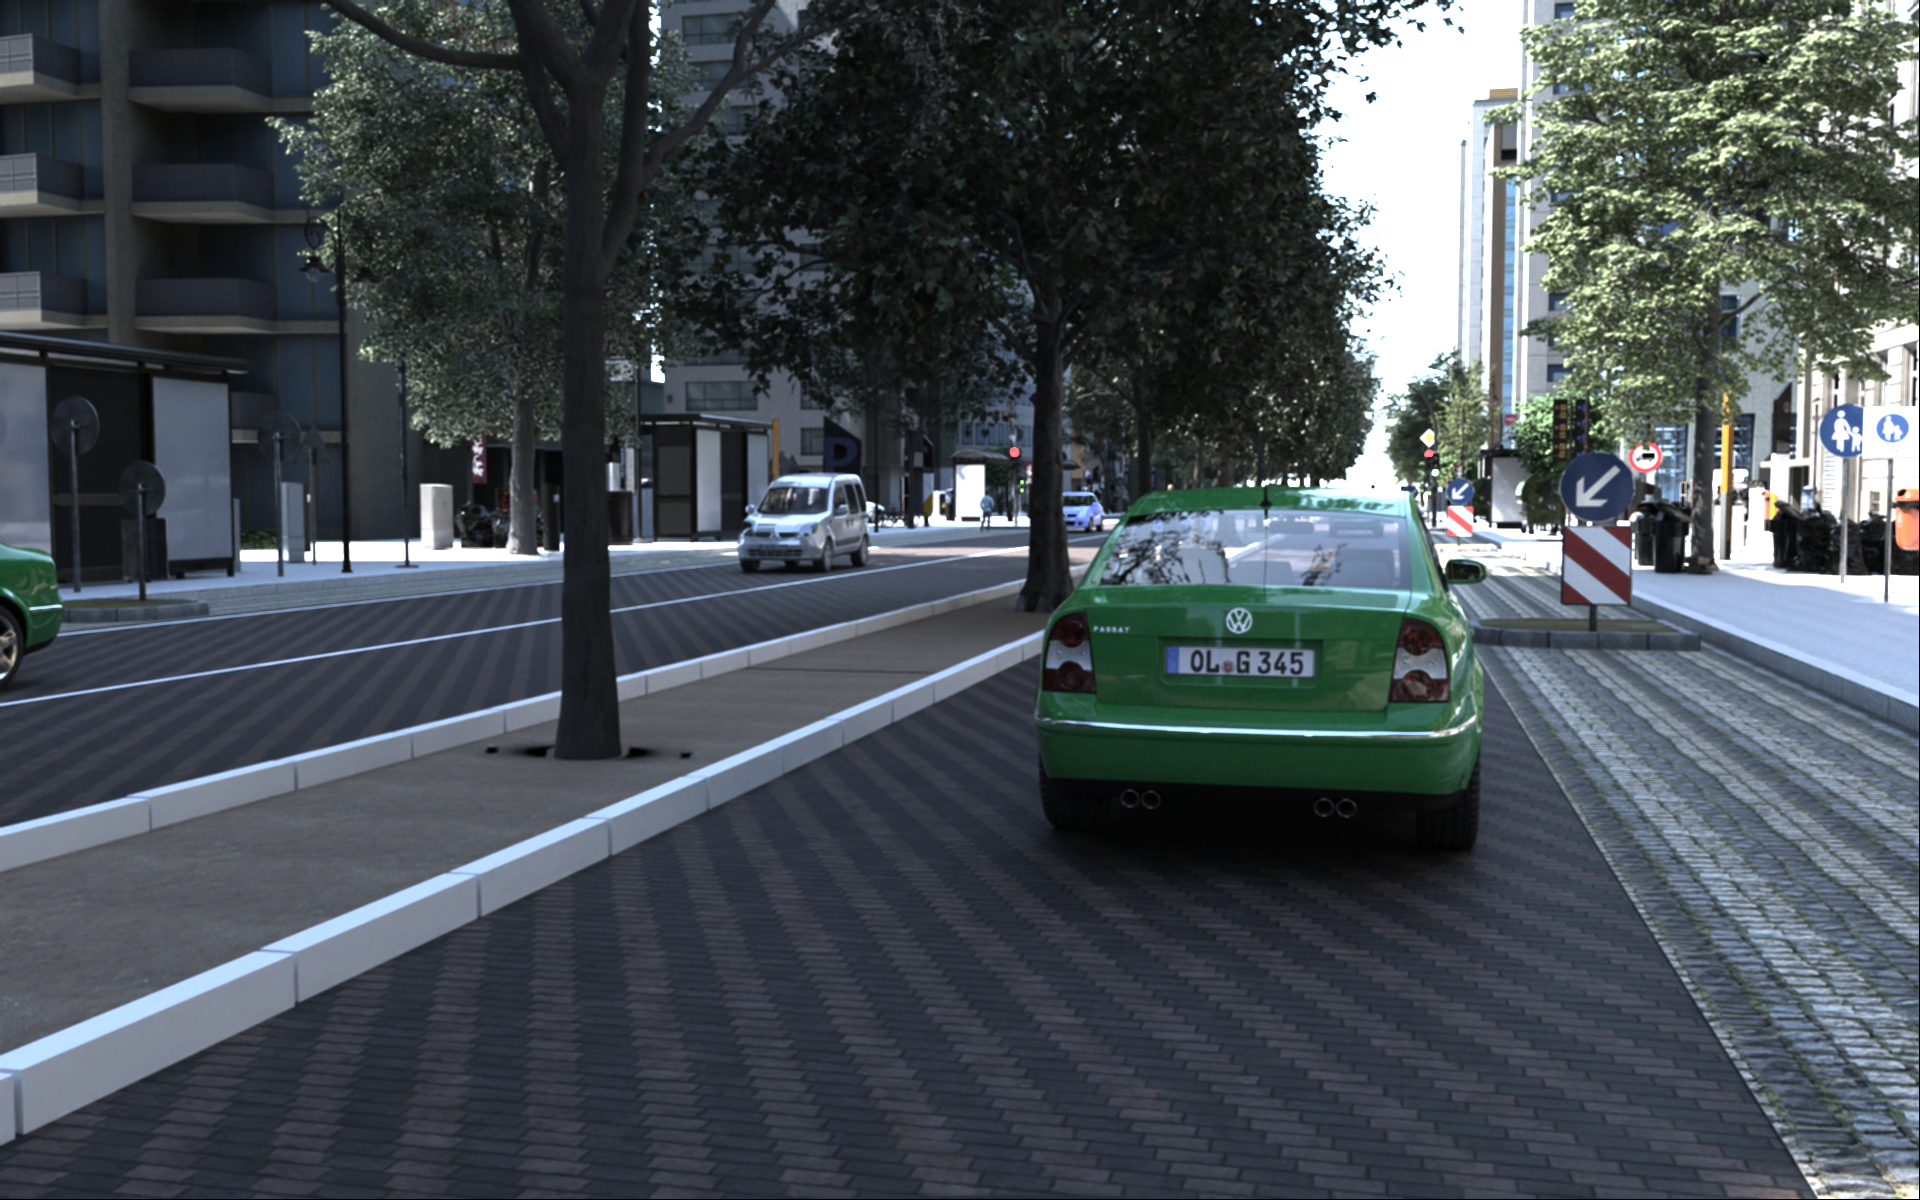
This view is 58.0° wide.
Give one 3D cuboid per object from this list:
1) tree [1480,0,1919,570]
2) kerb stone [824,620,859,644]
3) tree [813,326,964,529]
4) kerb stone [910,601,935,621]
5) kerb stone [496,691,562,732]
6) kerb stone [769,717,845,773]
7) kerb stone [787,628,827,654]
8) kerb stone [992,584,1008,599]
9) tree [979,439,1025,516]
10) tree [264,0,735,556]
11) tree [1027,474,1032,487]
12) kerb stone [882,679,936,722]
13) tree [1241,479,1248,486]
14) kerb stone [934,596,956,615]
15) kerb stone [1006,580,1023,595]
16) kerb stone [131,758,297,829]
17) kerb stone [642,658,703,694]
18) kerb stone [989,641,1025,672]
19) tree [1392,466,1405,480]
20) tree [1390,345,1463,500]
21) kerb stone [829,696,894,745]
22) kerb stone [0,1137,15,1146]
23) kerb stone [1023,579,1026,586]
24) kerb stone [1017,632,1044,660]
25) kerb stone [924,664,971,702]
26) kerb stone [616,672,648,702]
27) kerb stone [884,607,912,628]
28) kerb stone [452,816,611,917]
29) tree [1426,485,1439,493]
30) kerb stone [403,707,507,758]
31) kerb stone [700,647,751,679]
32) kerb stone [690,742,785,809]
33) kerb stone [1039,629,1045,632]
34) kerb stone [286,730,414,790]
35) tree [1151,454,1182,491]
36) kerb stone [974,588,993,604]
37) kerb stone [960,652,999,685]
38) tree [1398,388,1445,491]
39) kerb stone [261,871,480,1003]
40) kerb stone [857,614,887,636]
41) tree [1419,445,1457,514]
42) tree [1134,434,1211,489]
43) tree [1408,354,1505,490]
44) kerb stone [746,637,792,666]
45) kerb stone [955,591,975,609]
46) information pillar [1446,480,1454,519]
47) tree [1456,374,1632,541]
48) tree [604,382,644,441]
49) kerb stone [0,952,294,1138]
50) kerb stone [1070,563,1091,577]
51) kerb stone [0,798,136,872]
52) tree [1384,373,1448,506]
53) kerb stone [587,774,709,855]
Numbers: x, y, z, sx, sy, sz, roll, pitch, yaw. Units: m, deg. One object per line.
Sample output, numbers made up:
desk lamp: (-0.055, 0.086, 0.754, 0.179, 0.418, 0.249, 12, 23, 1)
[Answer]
tree: (12.610, -6.759, 28.644, 7.486, 12.596, 7.792, 0, 3, 0)
kerb stone: (-1.211, 0.329, 16.816, 0.120, 0.150, 1.000, 1, 4, 13)
tree: (-1.985, -7.900, 63.584, 8.767, 10.594, 7.601, 2, 4, 24)
kerb stone: (-0.496, 0.147, 19.800, 0.120, 0.150, 1.000, 1, 4, 13)
kerb stone: (-2.649, 0.695, 10.830, 0.120, 0.150, 1.000, 1, 4, 13)
kerb stone: (-0.843, 0.787, 9.365, 0.120, 0.150, 1.000, 1, 4, 13)
kerb stone: (-1.445, 0.390, 15.817, 0.120, 0.150, 1.000, 1, 4, 13)
kerb stone: (0.468, -0.090, 23.793, 0.120, 0.150, 1.000, 1, 4, 13)
tree: (2.476, -7.334, 103.616, 4.285, 4.588, 4.351, 0, 3, 0)
tree: (-9.226, -7.919, 36.123, 9.857, 13.997, 8.962, 0, 3, 0)
tree: (4.413, -5.698, 87.763, 1.663, 3.219, 1.824, 0, 3, 0)
kerb stone: (-0.358, 0.663, 11.360, 0.120, 0.150, 1.000, 1, 4, 13)
tree: (32.175, -17.706, 207.626, 7.486, 12.596, 7.792, 0, 3, 0)
kerb stone: (-0.249, 0.091, 20.792, 0.120, 0.150, 1.000, 1, 4, 13)
kerb stone: (0.704, -0.158, 24.787, 0.120, 0.150, 1.000, 1, 4, 13)
kerb stone: (-3.370, 0.878, 7.841, 0.120, 0.150, 1.000, 1, 4, 13)
kerb stone: (-2.164, 0.574, 12.818, 0.120, 0.150, 1.000, 1, 4, 13)
kerb stone: (0.358, 0.479, 14.364, 0.120, 0.150, 1.000, 1, 4, 13)
tree: (55.015, -15.939, 210.968, 4.737, 8.622, 4.395, 0, 3, 0)
tree: (37.150, -13.087, 132.103, 7.486, 12.596, 7.792, 0, 3, 0)
kerb stone: (-0.601, 0.724, 10.367, 0.120, 0.150, 1.000, 1, 4, 13)
kerb stone: (-2.275, 1.156, 3.374, 0.120, 0.150, 1.000, 1, 4, 13)
kerb stone: (0.952, -0.218, 25.779, 0.120, 0.150, 1.000, 1, 4, 13)
kerb stone: (0.603, 0.421, 15.356, 0.120, 0.150, 1.000, 1, 4, 13)
kerb stone: (-0.114, 0.601, 12.363, 0.120, 0.150, 1.000, 1, 4, 13)
kerb stone: (-2.408, 0.634, 11.824, 0.120, 0.150, 1.000, 1, 4, 13)
kerb stone: (-0.732, 0.213, 18.803, 0.120, 0.150, 1.000, 1, 4, 13)
kerb stone: (-1.563, 0.970, 6.366, 0.120, 0.150, 1.000, 1, 4, 13)
tree: (45.441, -10.578, 167.555, 1.663, 3.219, 1.824, 0, 3, 0)
kerb stone: (-2.888, 0.758, 9.836, 0.120, 0.150, 1.000, 1, 4, 13)
kerb stone: (-1.924, 0.513, 13.819, 0.120, 0.150, 1.000, 1, 4, 13)
kerb stone: (-1.078, 0.846, 8.362, 0.120, 0.150, 1.000, 1, 4, 13)
kerb stone: (0.844, 0.358, 16.350, 0.120, 0.150, 1.000, 1, 4, 13)
kerb stone: (-3.125, 0.818, 8.834, 0.120, 0.150, 1.000, 1, 4, 13)
tree: (16.435, -9.661, 141.665, 4.285, 4.588, 4.351, 0, 3, 0)
kerb stone: (0.235, -0.037, 22.797, 0.120, 0.150, 1.000, 1, 4, 13)
kerb stone: (0.119, 0.541, 13.358, 0.120, 0.150, 1.000, 1, 4, 13)
tree: (41.264, -13.350, 152.685, 7.601, 10.594, 8.767, 0, 4, -2)
kerb stone: (-1.804, 1.032, 5.373, 0.120, 0.150, 1.000, 1, 4, 13)
kerb stone: (-0.969, 0.275, 17.809, 0.120, 0.150, 1.000, 1, 4, 13)
tree: (28.607, -7.067, 99.254, 4.285, 4.588, 4.351, 0, 3, 0)
tree: (17.791, -14.099, 148.653, 7.486, 12.596, 7.792, 0, 3, 0)
tree: (26.674, -8.644, 91.687, 4.737, 8.622, 4.395, 0, 3, 0)
kerb stone: (-1.680, 0.451, 14.822, 0.120, 0.150, 1.000, 1, 4, 13)
kerb stone: (-0.010, 0.025, 21.793, 0.120, 0.150, 1.000, 1, 4, 13)
information pillar: (25.267, -5.187, 89.296, 0.304, 2.012, 0.304, 3, 4, 38)
tree: (16.652, -3.896, 47.415, 4.285, 4.588, 4.351, 0, 3, 0)
tree: (-19.951, -9.015, 97.754, 4.737, 8.622, 4.395, 0, 3, 0)
kerb stone: (-2.035, 1.092, 4.368, 0.120, 0.150, 1.000, 1, 4, 13)
kerb stone: (2.149, -0.520, 30.788, 0.120, 0.150, 1.000, 1, 4, 13)
kerb stone: (-3.598, 0.943, 6.840, 0.120, 0.150, 1.000, 1, 4, 13)
tree: (48.690, -16.831, 181.839, 9.857, 13.997, 8.962, 0, 3, 0)
kerb stone: (-1.320, 0.907, 7.361, 0.120, 0.150, 1.000, 1, 4, 13)
